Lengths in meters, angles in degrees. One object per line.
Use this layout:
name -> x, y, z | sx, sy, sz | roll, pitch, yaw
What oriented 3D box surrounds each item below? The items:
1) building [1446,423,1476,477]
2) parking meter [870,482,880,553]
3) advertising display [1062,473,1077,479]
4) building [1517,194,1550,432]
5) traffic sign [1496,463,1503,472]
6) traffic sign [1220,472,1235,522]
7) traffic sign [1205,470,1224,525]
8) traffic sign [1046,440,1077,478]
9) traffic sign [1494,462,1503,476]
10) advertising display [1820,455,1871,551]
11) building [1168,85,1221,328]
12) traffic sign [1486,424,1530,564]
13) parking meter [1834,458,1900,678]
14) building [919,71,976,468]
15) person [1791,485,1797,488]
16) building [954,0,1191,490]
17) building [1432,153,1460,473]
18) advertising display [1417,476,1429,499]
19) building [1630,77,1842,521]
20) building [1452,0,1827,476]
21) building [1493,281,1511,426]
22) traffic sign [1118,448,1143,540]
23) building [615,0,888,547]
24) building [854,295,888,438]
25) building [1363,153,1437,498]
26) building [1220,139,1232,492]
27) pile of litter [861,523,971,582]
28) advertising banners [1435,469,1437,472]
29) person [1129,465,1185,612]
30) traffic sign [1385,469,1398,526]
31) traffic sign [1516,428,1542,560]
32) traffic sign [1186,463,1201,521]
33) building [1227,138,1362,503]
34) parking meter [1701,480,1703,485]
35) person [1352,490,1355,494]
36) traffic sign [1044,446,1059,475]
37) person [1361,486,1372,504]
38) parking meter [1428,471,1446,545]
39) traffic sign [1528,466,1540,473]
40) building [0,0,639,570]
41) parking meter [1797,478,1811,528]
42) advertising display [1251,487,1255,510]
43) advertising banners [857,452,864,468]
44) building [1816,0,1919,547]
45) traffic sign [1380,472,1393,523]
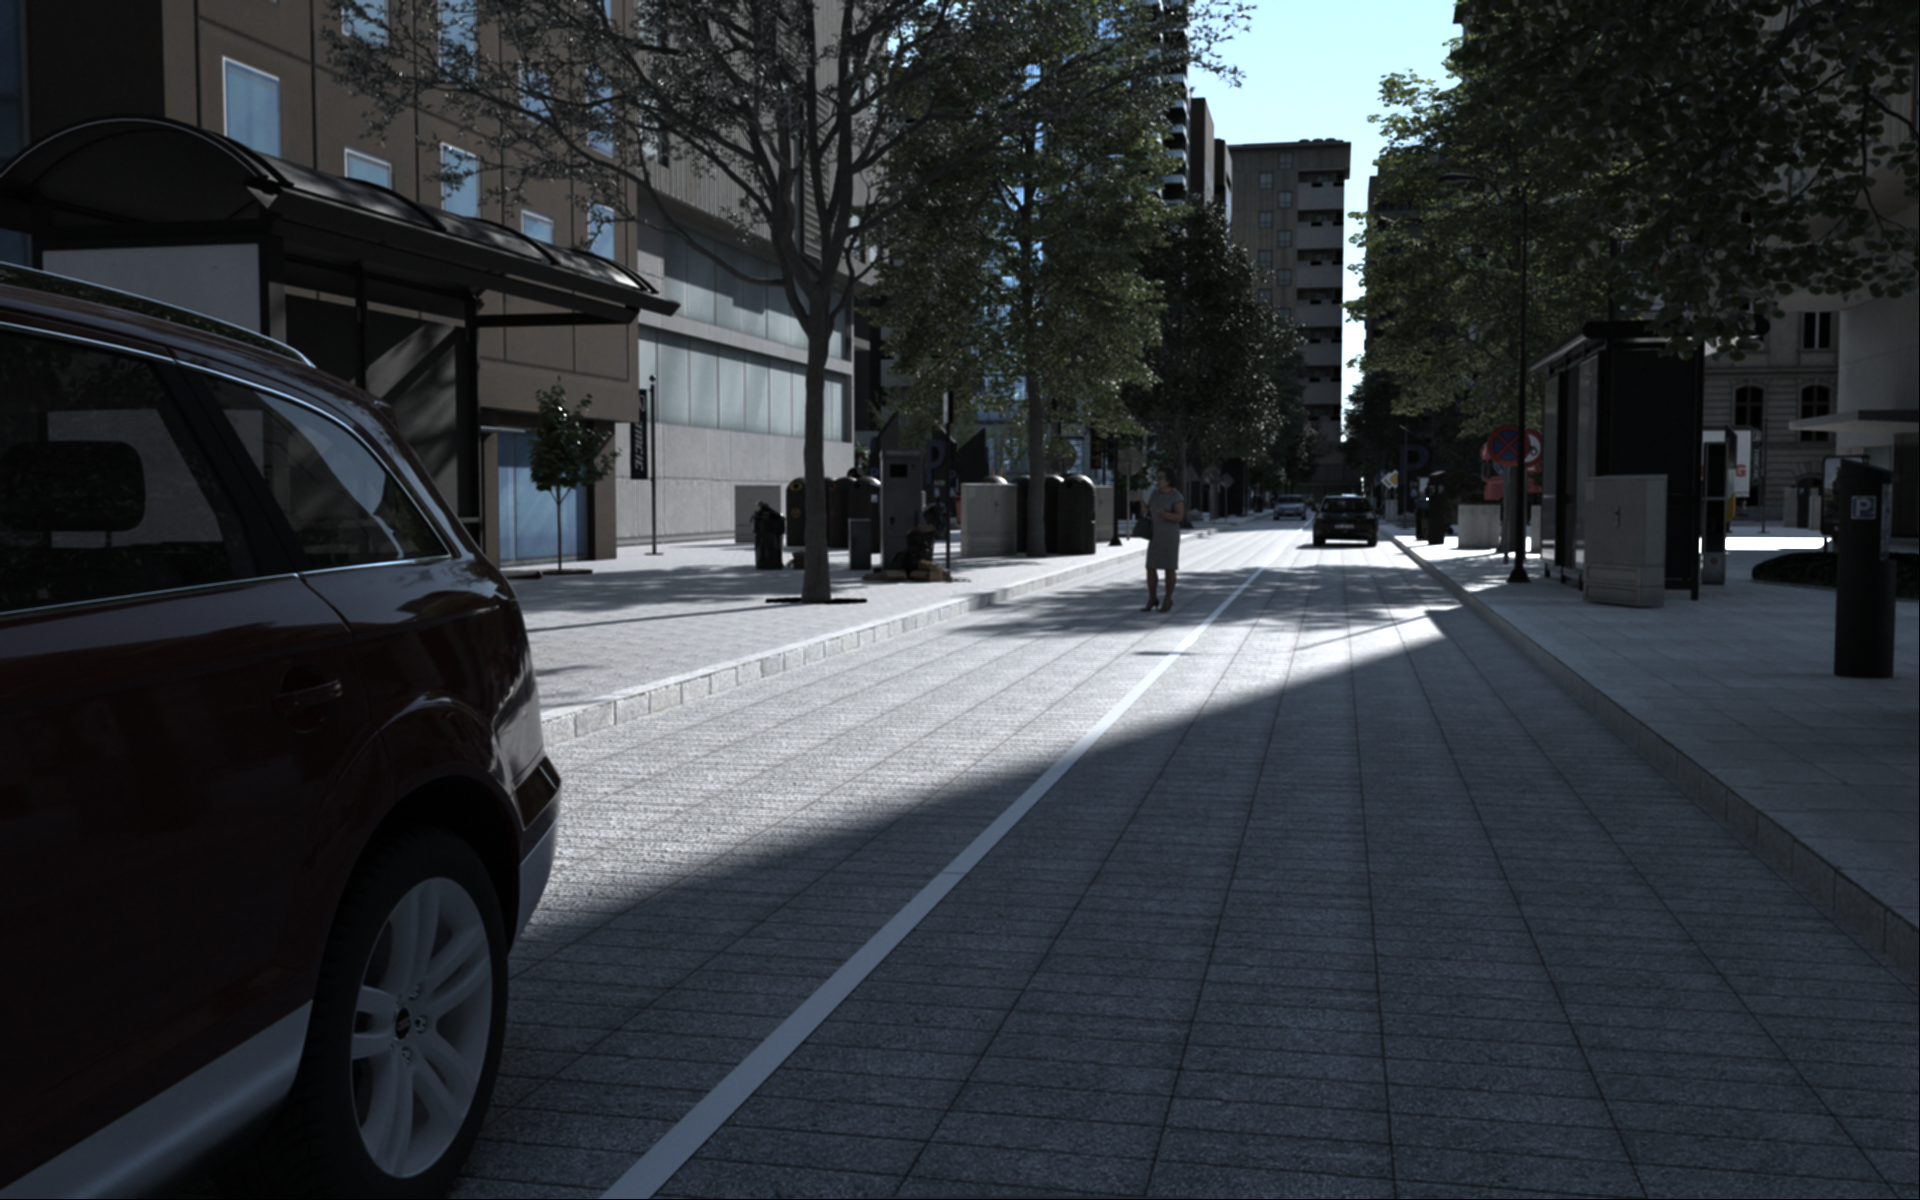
building -> 63.387, -45.831, 187.592 | 20.563, 71.187, 20.611 | 1, 4, 12
parking meter -> -1.772, -1.787, 37.629 | 0.372, 1.533, 0.369 | 0, 3, 0
advertising display -> 3.265, -2.986, 54.040 | 0.974, 1.923, 0.123 | -3, 4, -36
building -> 39.132, -15.659, 105.173 | 9.793, 20.994, 18.267 | 1, 4, 12
traffic sign -> 13.781, -2.645, 43.349 | 0.768, 2.556, 0.104 | 1, 4, 20
traffic sign -> 12.201, -4.630, 79.348 | 0.795, 2.450, 0.064 | 1, 4, 12
traffic sign -> 10.501, -4.153, 71.545 | 0.795, 2.450, 0.064 | 1, 4, 12
traffic sign -> 2.376, -2.494, 40.889 | 0.768, 2.556, 0.104 | 1, 4, 21
traffic sign -> 15.787, -3.052, 50.013 | 0.768, 2.556, 0.104 | 1, 4, 13
advertising display -> 14.670, -1.438, 28.728 | 0.123, 1.923, 0.974 | -1, 4, -13
building -> 20.785, -33.225, 193.337 | 14.600, 45.320, 14.200 | 1, 4, 12
traffic sign -> 10.031, -1.935, 31.738 | 0.768, 2.556, 0.104 | 1, 4, 16
parking meter -> 6.380, -0.231, 12.186 | 0.372, 1.533, 0.369 | 0, 3, 0
building -> 4.079, -38.105, 212.251 | 27.495, 52.752, 28.713 | 1, 4, 12
person -> 33.008, -3.664, 68.646 | 0.529, 1.795, 0.600 | 0, 4, 6
building -> 12.466, -52.485, 170.800 | 22.319, 86.520, 31.000 | 1, 4, 12
building -> 63.537, -31.963, 206.193 | 14.154, 41.232, 14.086 | 1, 4, 12
advertising display -> 17.036, -3.519, 62.742 | 0.974, 1.923, 0.123 | -1, 4, -8
building -> 47.916, -16.362, 86.610 | 34.723, 24.649, 14.460 | 1, 4, 12
building -> 61.891, -35.128, 163.582 | 28.713, 52.752, 27.495 | 1, 4, 12
building -> 47.751, -19.052, 130.588 | 14.460, 24.649, 34.723 | 1, 4, 12
traffic sign -> 4.679, -2.937, 48.121 | 0.768, 2.556, 0.104 | 1, 4, 13
building -> -18.123, -28.347, 52.710 | 27.495, 52.752, 28.713 | 1, 4, 12
building -> -20.590, -36.522, 220.843 | 21.600, 48.544, 21.300 | 1, 4, 12
building -> 68.854, -38.168, 247.745 | 21.600, 48.544, 21.300 | 1, 4, 12
building -> 26.056, -34.576, 215.430 | 14.200, 45.320, 14.600 | 1, 4, 12
pile of litter -> -0.671, -0.714, 25.639 | 1.719, 0.858, 1.176 | 3, 5, 44
advertising banners -> 33.838, -7.820, 124.047 | 0.090, 3.025, 2.074 | 0, 4, -1
person -> 2.358, -0.748, 21.091 | 0.716, 1.782, 0.532 | 3, 5, 45
traffic sign -> 17.576, -4.058, 69.989 | 0.795, 2.450, 0.064 | 1, 4, 12
traffic sign -> 10.978, -2.052, 33.649 | 0.768, 2.556, 0.104 | 1, 4, 15
traffic sign -> 9.566, -4.404, 72.003 | 0.884, 2.594, 0.081 | 1, 4, 20
building -> 45.754, -40.835, 256.892 | 27.495, 52.752, 28.713 | 1, 4, 12
parking meter -> 29.233, -3.834, 68.394 | 0.399, 1.863, 0.255 | 2, 4, 31
person -> 32.451, -8.206, 143.154 | 0.515, 1.767, 0.782 | 2, 4, 24
traffic sign -> 2.419, -2.788, 45.690 | 0.768, 2.556, 0.104 | 1, 4, 18
person -> 18.418, -4.272, 78.588 | 0.600, 1.795, 0.529 | -2, 4, -28
parking meter -> 12.140, -2.350, 44.126 | 0.399, 1.863, 0.255 | -2, 4, -32
traffic sign -> 14.348, -2.707, 44.264 | 0.884, 2.594, 0.081 | 1, 4, 20
building -> -14.642, -23.104, 27.855 | 14.600, 45.320, 14.200 | 1, 4, 12
parking meter -> 31.548, -3.612, 64.772 | 0.255, 1.863, 0.399 | -2, 4, -24
advertising display -> 23.275, -8.099, 137.637 | 0.123, 1.923, 0.974 | 0, 4, -4
advertising banners -> -4.512, -4.587, 71.180 | 0.090, 3.025, 2.074 | 2, 4, 29
building -> 33.895, -27.265, 35.014 | 28.713, 52.752, 27.495 | 1, 4, 12
traffic sign -> 19.275, -4.535, 77.792 | 0.795, 2.450, 0.064 | 1, 4, 12
